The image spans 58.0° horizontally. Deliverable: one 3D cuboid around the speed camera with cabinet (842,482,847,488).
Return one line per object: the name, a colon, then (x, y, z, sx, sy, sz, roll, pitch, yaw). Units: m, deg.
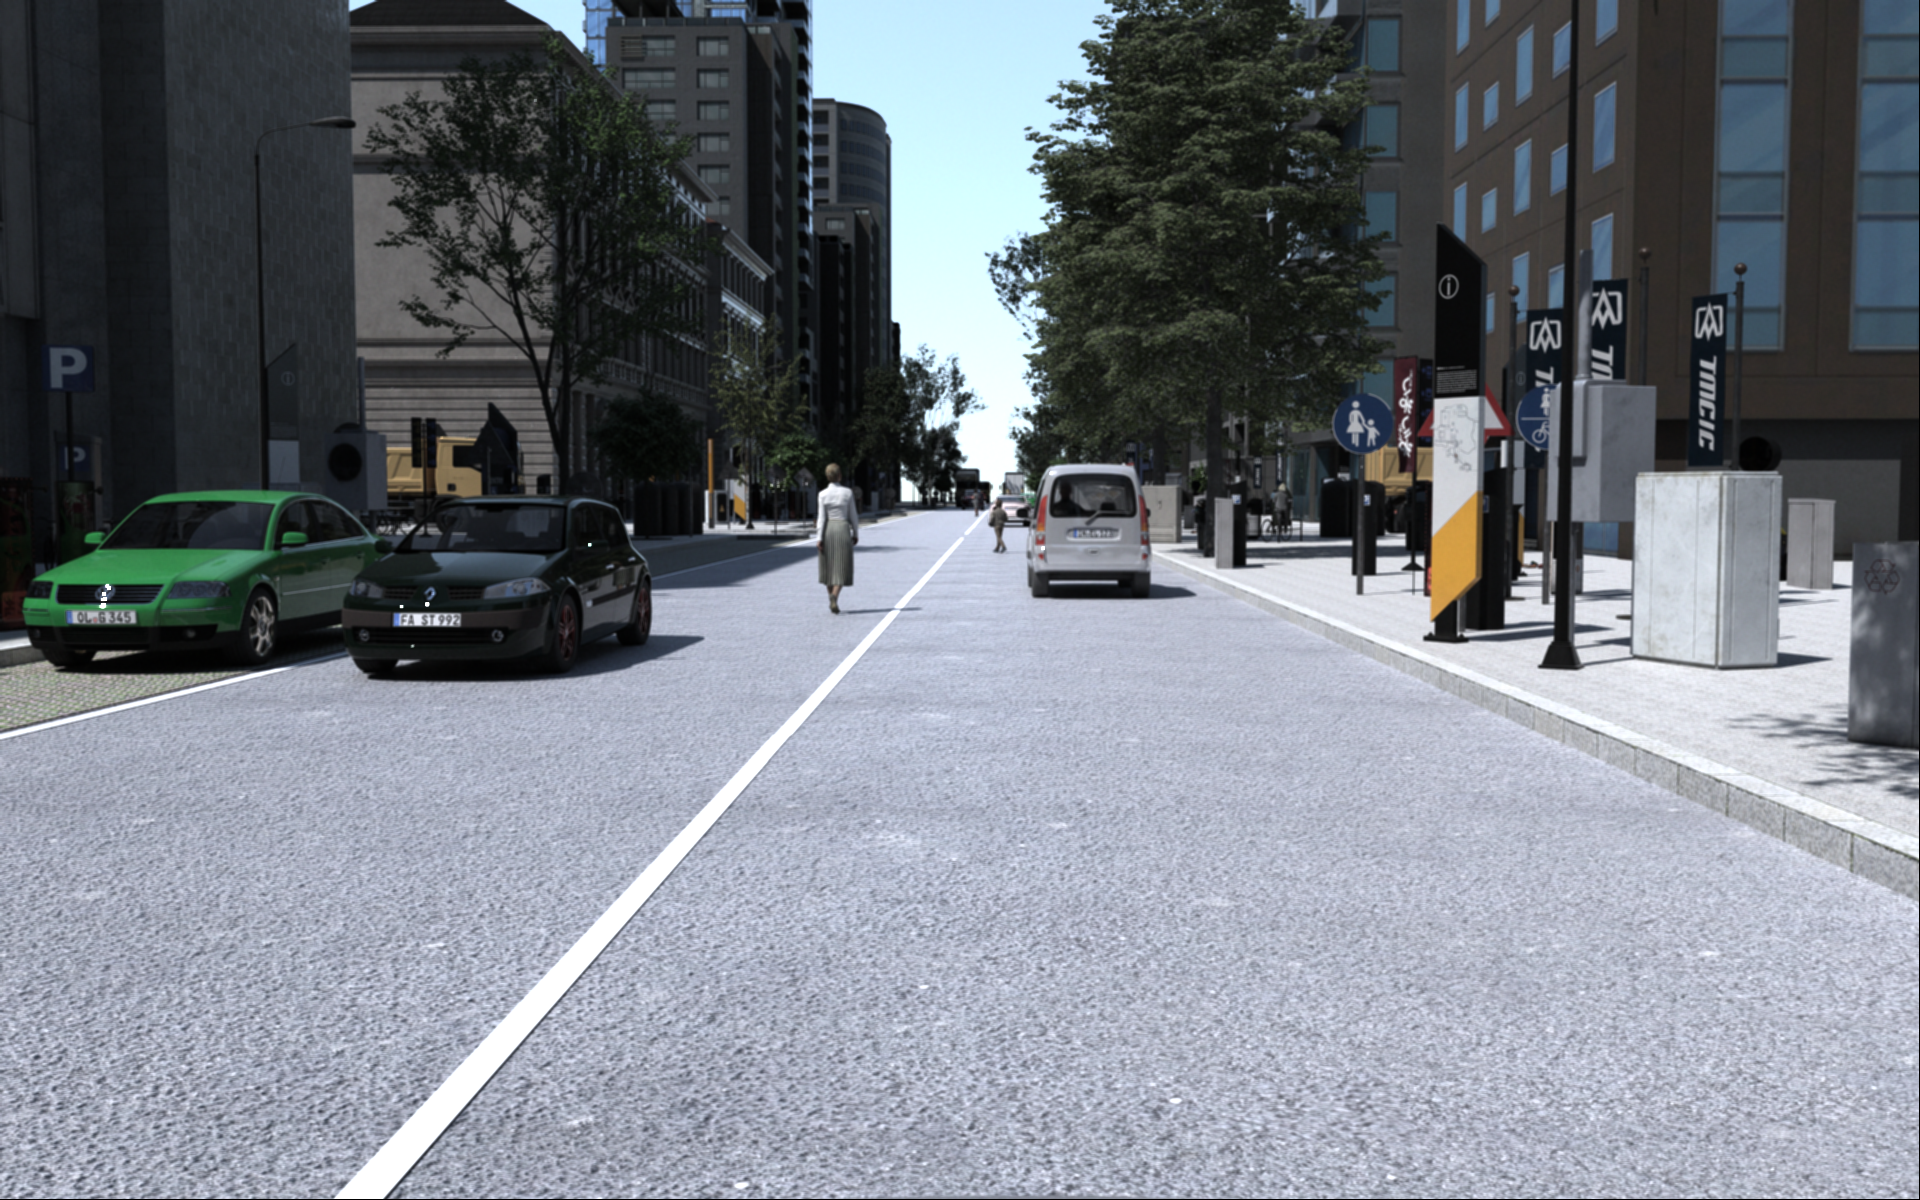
speed camera with cabinet: (-8.208, -8.211, 128.579, 0.660, 3.252, 2.038, 2, 4, 24)

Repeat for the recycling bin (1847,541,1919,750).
recycling bin: (5.090, 0.224, 8.885, 0.722, 1.027, 0.722, -2, 4, -35)

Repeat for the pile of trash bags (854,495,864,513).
pile of trash bags: (-7.405, -6.615, 117.910, 1.912, 1.369, 3.447, -2, 4, -26)

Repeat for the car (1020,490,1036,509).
car: (5.584, -8.201, 142.883, 1.959, 1.807, 4.718, 0, 4, 3)

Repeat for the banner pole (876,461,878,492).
banner pole: (-6.327, -8.690, 132.096, 0.401, 3.779, 0.863, 0, 4, -2)

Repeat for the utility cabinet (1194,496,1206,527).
utility cabinet: (9.509, -3.490, 68.231, 0.306, 1.237, 1.020, -1, 4, -14)

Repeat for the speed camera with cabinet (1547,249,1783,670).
speed camera with cabinet: (5.464, -1.174, 13.529, 0.660, 3.252, 2.038, -1, 4, -18)

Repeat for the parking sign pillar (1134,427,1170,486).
parking sign pillar: (7.338, -4.763, 66.340, 1.447, 3.967, 1.447, 2, 4, 26)

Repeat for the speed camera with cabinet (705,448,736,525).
speed camera with cabinet: (-9.983, -4.849, 73.614, 0.660, 3.252, 2.038, 2, 4, 31)

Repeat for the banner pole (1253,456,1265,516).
banner pole: (17.285, -6.705, 99.650, 0.863, 3.779, 0.401, 0, 4, 5)

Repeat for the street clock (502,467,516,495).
street clock: (-12.138, -2.574, 46.650, 0.358, 2.002, 0.471, 0, 4, -5)

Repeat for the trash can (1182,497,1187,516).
trash can: (12.884, -5.442, 100.623, 0.748, 1.137, 0.748, 0, 3, 0)

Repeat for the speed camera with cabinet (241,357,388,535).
speed camera with cabinet: (-9.355, -1.879, 25.055, 2.038, 3.252, 0.660, 1, 4, 13)

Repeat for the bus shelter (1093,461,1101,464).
bus shelter: (7.382, -6.521, 100.546, 2.014, 3.302, 5.546, 0, 4, 2)

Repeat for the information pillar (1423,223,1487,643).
information pillar: (4.273, -1.439, 14.883, 0.183, 3.616, 0.504, -3, 4, -36)

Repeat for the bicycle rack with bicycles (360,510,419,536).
bicycle rack with bicycles: (-18.178, -2.441, 53.292, 2.925, 0.926, 2.852, -1, 4, -19)

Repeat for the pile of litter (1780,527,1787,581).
pile of litter: (11.903, -0.726, 25.829, 1.719, 0.858, 1.176, 0, 4, 6)

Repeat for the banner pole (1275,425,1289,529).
banner pole: (11.730, -4.469, 63.084, 0.401, 3.779, 0.863, -2, 4, -23)

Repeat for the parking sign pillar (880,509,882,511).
parking sign pillar: (-6.497, -8.547, 128.210, 1.447, 3.967, 1.447, 0, 4, -7)

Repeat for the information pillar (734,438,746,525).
information pillar: (-9.194, -4.955, 72.374, 0.504, 3.616, 0.183, 0, 4, -6)

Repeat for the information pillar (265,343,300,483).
information pillar: (-10.467, -2.169, 26.822, 0.183, 3.616, 0.504, 3, 5, 44)

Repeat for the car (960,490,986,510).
car: (1.184, -9.158, 158.401, 2.281, 1.827, 5.304, 0, 3, 0)

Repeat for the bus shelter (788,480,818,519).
bus shelter: (-8.058, -5.995, 91.934, 2.014, 3.302, 5.546, 0, 4, 1)

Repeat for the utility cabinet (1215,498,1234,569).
utility cabinet: (4.604, -1.161, 30.142, 0.306, 1.237, 1.020, 0, 4, 6)

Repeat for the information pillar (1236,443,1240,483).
information pillar: (12.689, -5.370, 79.150, 0.183, 3.616, 0.504, 0, 4, -5)

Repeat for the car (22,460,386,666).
car: (-6.666, -0.427, 15.782, 1.959, 1.807, 4.718, 0, 4, 0)

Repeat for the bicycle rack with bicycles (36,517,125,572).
bicycle rack with bicycles: (-13.045, -0.847, 27.235, 2.852, 0.926, 2.925, -2, 4, -32)

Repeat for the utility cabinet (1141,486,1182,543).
utility cabinet: (5.222, -2.247, 45.413, 1.173, 1.500, 0.318, 3, 4, 36)

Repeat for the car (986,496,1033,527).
car: (2.226, -3.973, 77.313, 2.083, 1.381, 4.827, 0, 4, 0)

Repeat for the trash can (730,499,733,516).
trash can: (-13.334, -5.454, 100.833, 0.748, 1.137, 0.748, 0, 3, 0)

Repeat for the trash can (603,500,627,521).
trash can: (-8.394, -1.839, 41.728, 0.748, 1.137, 0.748, 0, 3, 0)

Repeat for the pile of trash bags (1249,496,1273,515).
pile of trash bags: (18.232, -5.876, 105.831, 1.912, 1.369, 3.447, -3, 5, -42)

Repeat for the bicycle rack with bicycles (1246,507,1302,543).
bicycle rack with bicycles: (7.866, -2.034, 46.631, 2.852, 0.926, 2.925, 2, 4, 31)

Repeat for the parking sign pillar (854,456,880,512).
parking sign pillar: (-6.874, -8.193, 122.431, 1.447, 3.967, 1.447, 3, 5, 42)

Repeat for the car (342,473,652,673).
car: (-3.919, -0.328, 15.148, 2.009, 1.686, 4.222, 0, 4, 3)

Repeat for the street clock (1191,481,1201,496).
street clock: (12.758, -5.449, 93.659, 0.471, 2.002, 0.358, -1, 4, -12)

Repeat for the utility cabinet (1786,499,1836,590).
utility cabinet: (11.655, -0.768, 23.725, 0.306, 1.237, 1.020, 1, 4, 8)

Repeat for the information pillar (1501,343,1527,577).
information pillar: (8.579, -2.170, 26.827, 0.504, 3.616, 0.183, -2, 4, -32)

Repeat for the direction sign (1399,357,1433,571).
direction sign: (7.597, -2.259, 28.938, 0.876, 3.537, 0.379, -3, 4, -38)

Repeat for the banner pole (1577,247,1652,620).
banner pole: (6.748, -1.699, 17.788, 0.863, 3.779, 0.401, 2, 4, 30)

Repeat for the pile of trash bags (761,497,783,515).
pile of trash bags: (-11.273, -5.797, 104.528, 3.447, 1.369, 1.912, -2, 4, -24)

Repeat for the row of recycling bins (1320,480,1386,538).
row of recycling bins: (11.952, -2.771, 52.425, 1.069, 1.692, 3.534, 3, 4, 37)

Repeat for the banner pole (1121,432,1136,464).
banner pole: (6.790, -4.910, 70.296, 0.863, 3.779, 0.401, -2, 4, -26)

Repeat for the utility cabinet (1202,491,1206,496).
utility cabinet: (16.555, -6.623, 116.967, 0.318, 1.500, 1.173, 0, 4, -3)

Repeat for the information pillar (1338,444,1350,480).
information pillar: (15.131, -4.702, 68.224, 0.504, 3.616, 0.183, -1, 4, -19)

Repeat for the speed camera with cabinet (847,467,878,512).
speed camera with cabinet: (-6.978, -8.031, 125.643, 2.038, 3.252, 0.660, -1, 4, -14)

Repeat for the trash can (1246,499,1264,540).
trash can: (8.222, -2.288, 49.060, 0.748, 1.137, 0.748, 0, 3, 0)

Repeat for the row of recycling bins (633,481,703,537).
row of recycling bins: (-9.014, -2.862, 53.908, 1.069, 1.692, 3.534, 1, 4, 19)

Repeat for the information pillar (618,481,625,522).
information pillar: (-15.512, -4.582, 79.409, 0.304, 2.012, 0.304, 0, 4, -6)

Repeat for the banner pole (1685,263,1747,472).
banner pole: (8.353, -1.777, 19.078, 0.401, 3.779, 0.863, -2, 4, -26)

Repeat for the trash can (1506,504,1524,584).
trash can: (7.628, -0.795, 24.647, 0.748, 1.137, 0.748, 0, 3, 0)

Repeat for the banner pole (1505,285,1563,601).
banner pole: (6.835, -1.880, 20.760, 0.863, 3.779, 0.401, 3, 4, 36)

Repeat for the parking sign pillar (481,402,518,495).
parking sign pillar: (-13.436, -3.795, 50.526, 1.447, 3.967, 1.447, 3, 5, 43)

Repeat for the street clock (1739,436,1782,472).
street clock: (10.011, -1.051, 21.753, 0.358, 2.002, 0.471, -3, 5, -40)

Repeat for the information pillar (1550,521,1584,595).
information pillar: (7.722, -1.071, 21.998, 0.304, 2.012, 0.304, 3, 5, 45)

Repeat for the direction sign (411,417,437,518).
direction sign: (-15.923, -3.640, 51.515, 0.379, 3.537, 0.876, 2, 4, 34)

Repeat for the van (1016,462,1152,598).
van: (1.837, -1.123, 25.366, 2.013, 2.044, 4.112, 0, 4, 1)

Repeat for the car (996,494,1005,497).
car: (6.637, -15.626, 267.288, 2.131, 1.459, 4.920, 0, 4, 3)

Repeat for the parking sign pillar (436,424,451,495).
parking sign pillar: (-19.648, -4.725, 65.718, 1.447, 3.967, 1.447, -3, 5, -42)
